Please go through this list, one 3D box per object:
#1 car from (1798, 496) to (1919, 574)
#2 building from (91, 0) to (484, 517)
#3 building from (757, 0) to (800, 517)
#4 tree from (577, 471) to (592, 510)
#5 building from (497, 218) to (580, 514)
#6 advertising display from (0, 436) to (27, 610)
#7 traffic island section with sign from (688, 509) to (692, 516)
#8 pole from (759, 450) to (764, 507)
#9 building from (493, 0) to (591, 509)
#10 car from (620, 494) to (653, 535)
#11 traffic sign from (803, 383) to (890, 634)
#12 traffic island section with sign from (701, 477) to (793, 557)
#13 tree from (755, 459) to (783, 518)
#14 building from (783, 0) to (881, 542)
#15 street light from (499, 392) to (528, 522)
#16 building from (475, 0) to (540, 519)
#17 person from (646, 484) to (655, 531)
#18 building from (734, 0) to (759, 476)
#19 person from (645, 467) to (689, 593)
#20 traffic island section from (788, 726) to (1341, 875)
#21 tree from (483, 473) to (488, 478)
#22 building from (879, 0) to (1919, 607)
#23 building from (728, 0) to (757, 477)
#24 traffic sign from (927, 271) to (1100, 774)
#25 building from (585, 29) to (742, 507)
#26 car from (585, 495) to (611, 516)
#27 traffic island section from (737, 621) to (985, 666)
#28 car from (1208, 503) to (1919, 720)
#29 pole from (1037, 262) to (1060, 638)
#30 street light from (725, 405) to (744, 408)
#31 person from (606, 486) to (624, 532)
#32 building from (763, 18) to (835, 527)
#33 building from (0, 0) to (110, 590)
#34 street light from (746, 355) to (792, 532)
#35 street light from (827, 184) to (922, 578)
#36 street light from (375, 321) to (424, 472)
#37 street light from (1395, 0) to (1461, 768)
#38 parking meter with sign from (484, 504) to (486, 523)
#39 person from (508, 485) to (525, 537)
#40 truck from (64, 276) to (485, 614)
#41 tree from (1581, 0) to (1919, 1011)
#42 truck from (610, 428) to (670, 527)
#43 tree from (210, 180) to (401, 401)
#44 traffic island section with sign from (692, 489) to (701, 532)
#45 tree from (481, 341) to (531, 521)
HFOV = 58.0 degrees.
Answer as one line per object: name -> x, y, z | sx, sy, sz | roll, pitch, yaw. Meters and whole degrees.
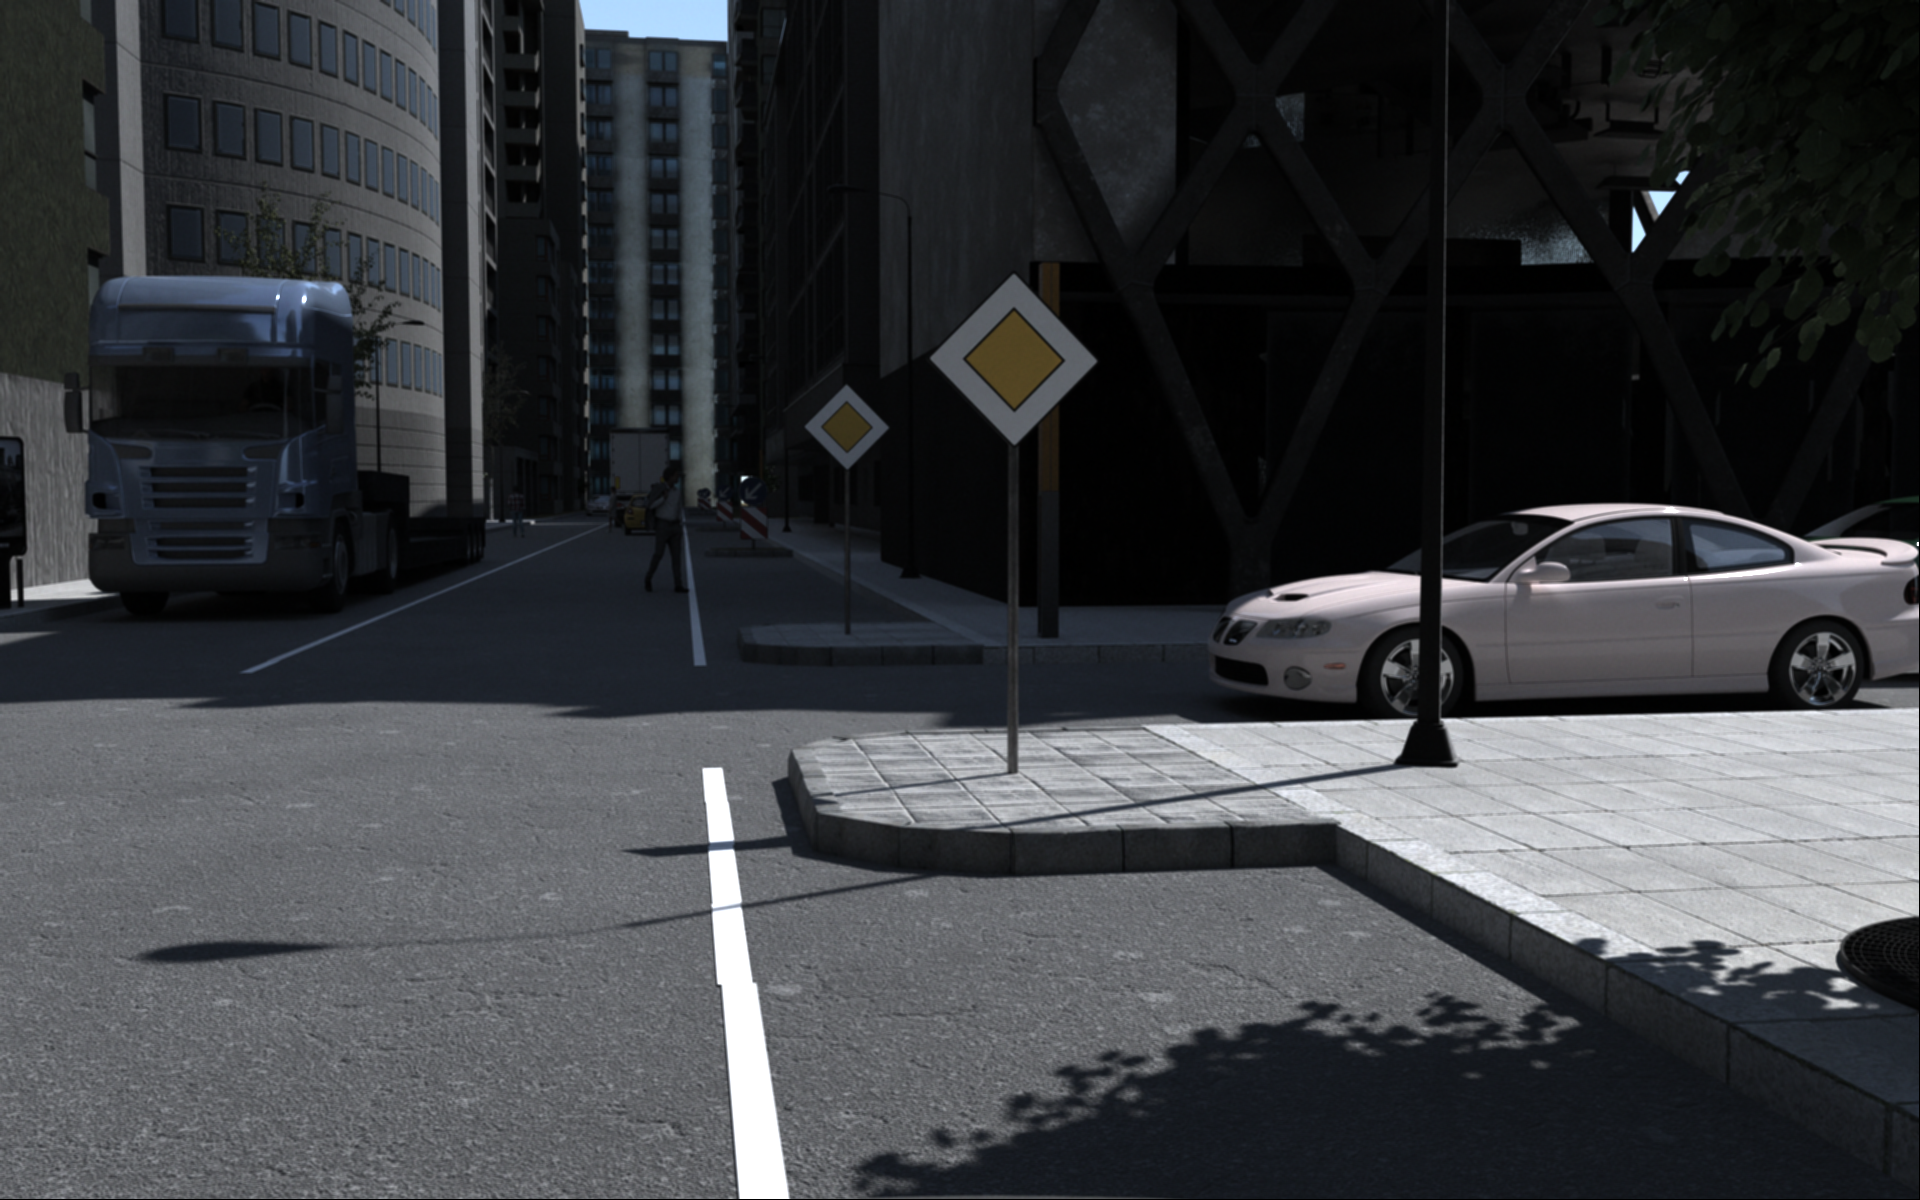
car -> 8.821, -0.151, 14.264 | 4.920, 1.459, 2.131 | -1, 4, -11
building -> -28.556, -31.503, 57.066 | 21.231, 58.520, 28.212 | -1, 4, -9
building -> -4.961, -20.248, 102.749 | 14.160, 30.474, 14.107 | -1, 4, -9
tree -> -30.839, -8.937, 140.726 | 1.663, 3.219, 1.824 | 0, 3, 0
building -> -41.672, -16.894, 121.253 | 27.650, 21.520, 28.899 | -1, 4, -9
advertising display -> -10.704, -0.854, 19.181 | 0.123, 1.923, 0.974 | 0, 4, 6
traffic island section with sign -> -17.192, -6.587, 116.330 | 1.989, 1.847, 2.006 | -1, 4, -9
pole -> -9.159, -5.270, 80.007 | 0.158, 3.312, 0.155 | 0, 3, 0
building -> -43.869, -32.279, 151.456 | 21.600, 48.544, 21.300 | -1, 4, -9
car -> -11.093, -3.151, 61.745 | 2.015, 1.641, 3.980 | -1, 4, -10
traffic sign -> -1.030, -0.743, 15.784 | 0.795, 2.450, 0.064 | -1, 4, -9
traffic island section with sign -> -4.925, -1.929, 40.160 | 1.989, 1.847, 2.006 | -1, 4, -9
tree -> -10.420, -6.033, 93.240 | 1.663, 3.219, 1.824 | 0, 3, 0
building -> 2.758, -15.621, 48.918 | 14.314, 27.812, 24.014 | -1, 4, -9
street light -> -20.248, -6.482, 78.525 | 1.470, 5.913, 1.316 | -1, 4, -9
building -> -34.565, -40.202, 95.557 | 20.563, 71.187, 20.611 | -1, 4, -9
person -> -11.904, -3.563, 66.769 | 0.660, 1.820, 0.620 | 0, 4, 3
building -> -4.763, -28.723, 124.251 | 22.147, 44.769, 28.867 | -1, 4, -9
person -> -4.314, -1.020, 25.280 | 0.850, 1.850, 0.679 | 3, 4, 38
traffic island section -> 0.262, 0.875, 7.981 | 2.009, 0.180, 2.903 | -1, 4, -9
tree -> -21.570, -4.941, 75.383 | 1.663, 3.219, 1.824 | 0, 3, 0
building -> 8.069, -9.666, 25.494 | 16.811, 18.784, 16.820 | -1, 4, -9
building -> -6.538, -34.493, 153.194 | 28.713, 52.752, 27.495 | -1, 4, -9
traffic sign -> 0.240, -0.260, 7.901 | 0.795, 2.450, 0.064 | -1, 4, -9
building -> -37.482, -34.375, 181.642 | 30.456, 49.044, 23.786 | -1, 4, -9
car -> -23.884, -6.294, 115.264 | 2.083, 1.381, 4.827 | -1, 4, -10
traffic island section -> -1.008, 0.392, 15.865 | 2.009, 0.180, 2.903 | -1, 4, -9
car -> 4.072, 0.037, 11.761 | 4.827, 1.381, 2.083 | -1, 4, -11
pole -> 0.788, -1.319, 15.406 | 0.158, 3.312, 0.155 | 0, 3, 0
street light -> -11.516, -7.195, 90.177 | 1.470, 5.913, 1.316 | -1, 4, -9
person -> -12.984, -3.412, 65.040 | 0.466, 1.731, 0.760 | 3, 5, 42
building -> -0.748, -15.708, 75.894 | 14.314, 24.678, 30.058 | -1, 4, -9
building -> -19.251, -15.115, 18.834 | 14.160, 30.474, 14.107 | -1, 4, -9
street light -> -6.379, -5.240, 58.215 | 1.470, 5.913, 1.316 | -1, 4, -9
street light -> -1.297, -3.285, 26.244 | 1.470, 5.913, 1.316 | -1, 4, -9
street light -> -15.026, -4.518, 46.410 | 1.470, 5.913, 1.316 | -1, 4, -9
street light -> 1.707, -2.171, 8.034 | 1.470, 5.913, 1.316 | -1, 4, -9
parking meter with sign -> -22.064, -5.021, 78.357 | 1.738, 3.016, 0.543 | 3, 5, 42
person -> -14.728, -2.949, 57.560 | 0.563, 1.720, 0.643 | -1, 4, -18
truck -> -9.830, -2.316, 27.618 | 2.967, 4.110, 18.799 | -1, 4, -9
tree -> 3.139, -1.264, 4.380 | 4.285, 4.588, 4.351 | 0, 3, 0
truck -> -14.433, -5.497, 78.782 | 2.839, 4.237, 11.283 | -1, 4, -9
tree -> -15.838, -5.584, 41.658 | 4.737, 8.622, 4.395 | 0, 3, 0
traffic island section with sign -> -9.204, -3.556, 66.775 | 1.989, 1.847, 2.006 | -1, 4, -9
tree -> -22.612, -8.080, 82.475 | 4.360, 8.622, 3.978 | 0, 3, 0
